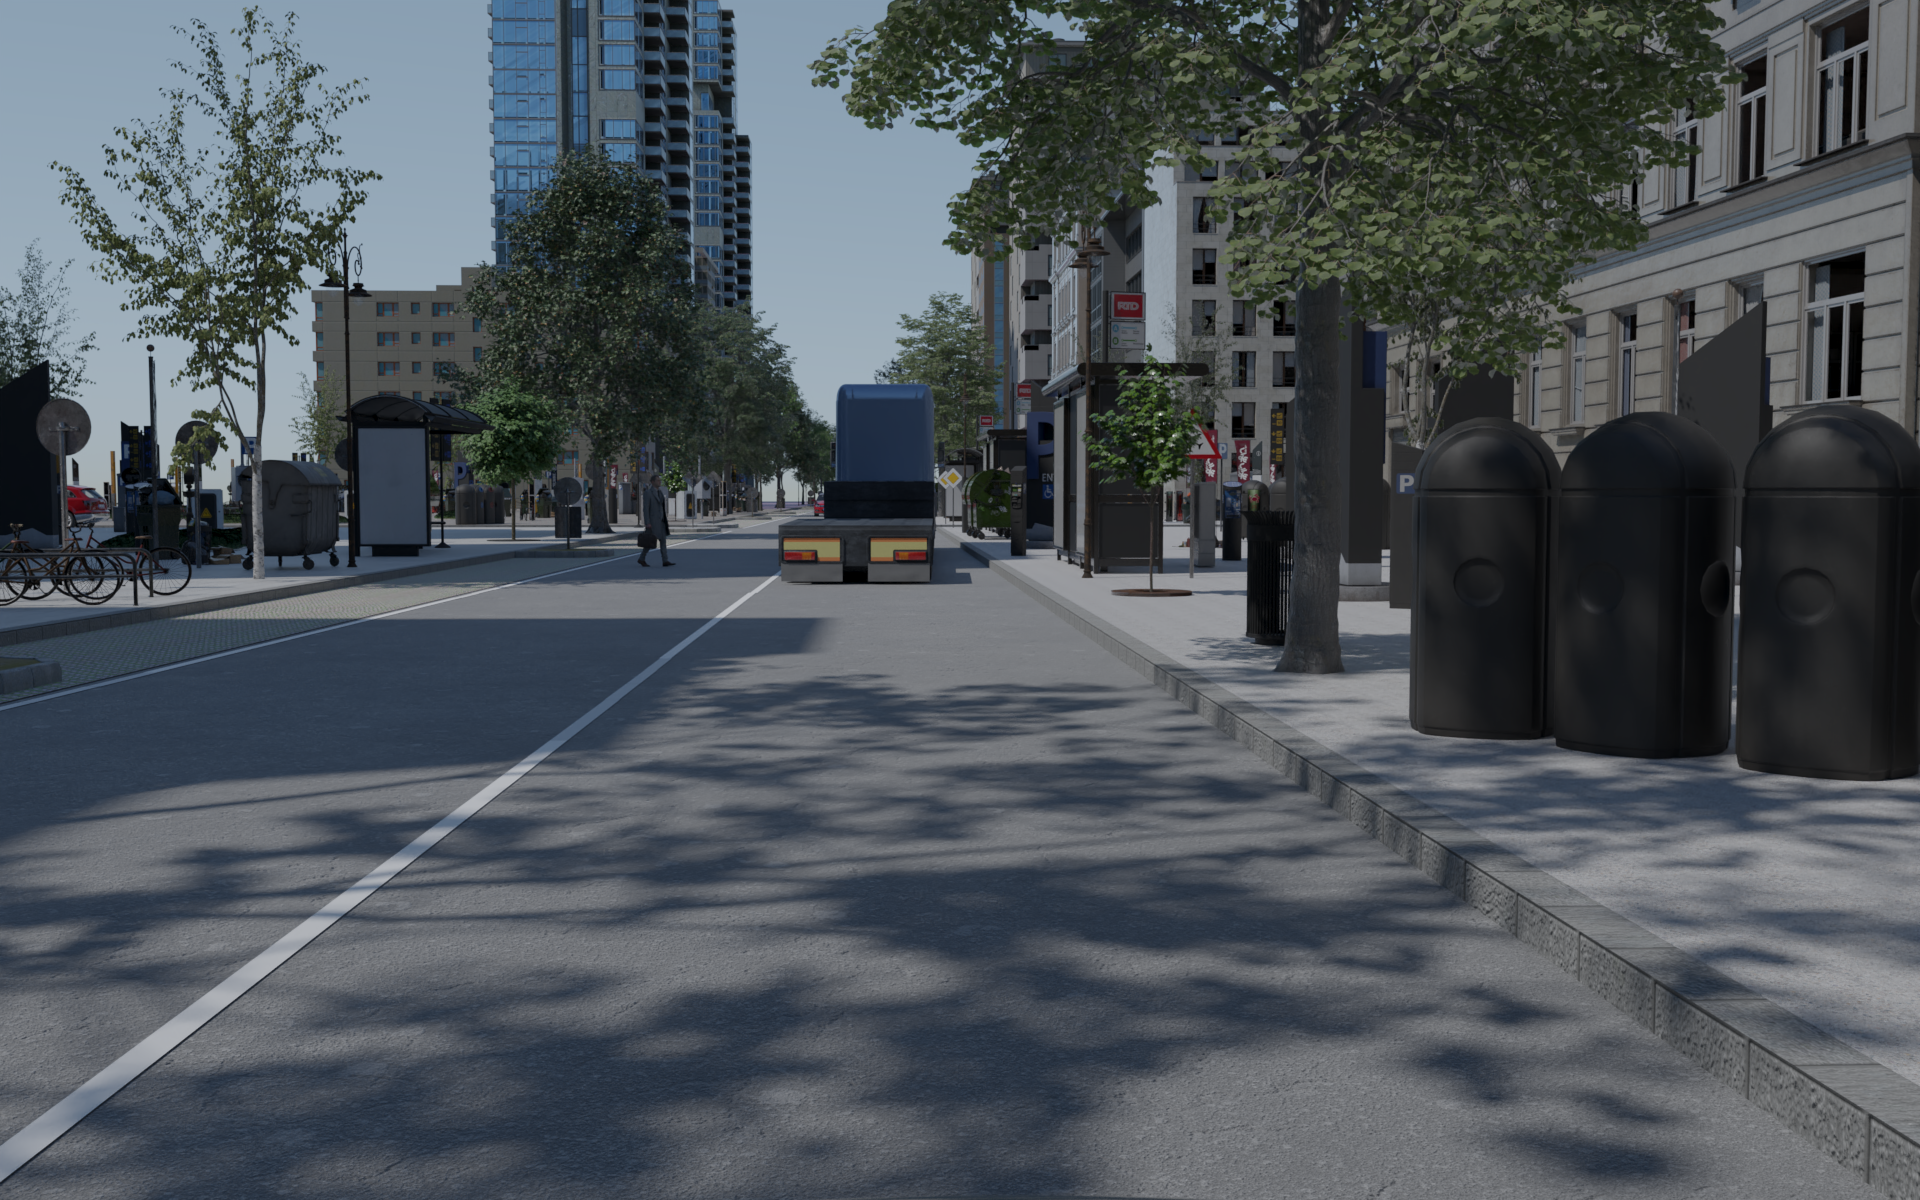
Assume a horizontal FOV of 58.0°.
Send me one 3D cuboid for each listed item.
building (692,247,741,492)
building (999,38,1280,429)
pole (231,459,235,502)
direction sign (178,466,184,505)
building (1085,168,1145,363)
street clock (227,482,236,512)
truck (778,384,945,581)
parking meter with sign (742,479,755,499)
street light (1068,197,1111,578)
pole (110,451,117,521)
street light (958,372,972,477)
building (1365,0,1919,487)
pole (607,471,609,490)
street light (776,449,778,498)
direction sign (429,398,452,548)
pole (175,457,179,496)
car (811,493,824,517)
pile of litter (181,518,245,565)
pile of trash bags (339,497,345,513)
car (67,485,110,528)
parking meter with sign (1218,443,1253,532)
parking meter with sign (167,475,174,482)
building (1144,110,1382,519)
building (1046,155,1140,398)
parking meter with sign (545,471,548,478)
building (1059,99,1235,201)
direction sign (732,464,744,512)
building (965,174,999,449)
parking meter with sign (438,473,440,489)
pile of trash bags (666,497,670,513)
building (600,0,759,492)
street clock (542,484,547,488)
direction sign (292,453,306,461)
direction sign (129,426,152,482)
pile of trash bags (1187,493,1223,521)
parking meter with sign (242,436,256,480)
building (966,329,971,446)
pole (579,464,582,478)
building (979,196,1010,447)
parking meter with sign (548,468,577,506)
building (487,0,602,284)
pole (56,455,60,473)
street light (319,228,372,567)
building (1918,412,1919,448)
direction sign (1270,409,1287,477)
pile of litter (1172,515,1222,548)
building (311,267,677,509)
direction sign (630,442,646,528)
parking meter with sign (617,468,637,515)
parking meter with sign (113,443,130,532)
[{"bbox_3d":[-48.674,-34.349,253.484,32.217,40.220,23.993,0,4,-3],"label":"building"},{"bbox_3d":[20.025,-37.364,200.143,28.713,52.752,27.495,0,4,-3],"label":"building"},{"bbox_3d":[-42.277,-6.537,100.727,0.158,3.312,0.155,0,3,0],"label":"pole"},{"bbox_3d":[-63.137,-9.095,140.705,0.876,3.537,0.379,-1,4,-20],"label":"direction sign"},{"bbox_3d":[16.982,-18.078,114.645,14.314,24.678,30.058,0,4,-3],"label":"building"},{"bbox_3d":[-41.449,-5.763,98.792,0.358,2.002,0.471,0,4,-7],"label":"street clock"},{"bbox_3d":[-1.765,-2.860,36.528,2.967,4.110,18.799,0,4,-1],"label":"truck"},{"bbox_3d":[-18.204,-9.262,147.691,1.738,3.016,0.543,-2,4,-30],"label":"parking meter with sign"},{"bbox_3d":[1.948,-3.273,26.294,0.468,5.910,1.993,0,4,-3],"label":"street light"},{"bbox_3d":[-39.950,-5.377,81.750,0.158,3.312,0.155,0,3,0],"label":"pole"},{"bbox_3d":[0.189,-5.669,65.474,0.468,5.910,1.993,0,4,-3],"label":"street light"},{"bbox_3d":[21.020,-12.666,40.367,16.112,22.955,30.059,0,4,-3],"label":"building"},{"bbox_3d":[-20.363,-6.508,100.245,0.158,3.312,0.155,0,3,0],"label":"pole"},{"bbox_3d":[-15.827,-10.848,150.154,0.468,5.910,1.993,0,4,-3],"label":"street light"},{"bbox_3d":[-12.326,-3.007,41.165,0.379,3.537,0.876,1,4,14],"label":"direction sign"},{"bbox_3d":[-42.845,-6.172,94.749,0.158,3.312,0.155,0,3,0],"label":"pole"},{"bbox_3d":[-8.396,-6.217,110.694,2.155,1.783,4.494,0,4,-3],"label":"car"},{"bbox_3d":[-13.800,-1.106,32.044,1.176,0.858,1.719,0,4,2],"label":"pile of litter"},{"bbox_3d":[-44.493,-6.784,120.670,3.447,1.369,1.912,-1,4,-8],"label":"pile of trash bags"},{"bbox_3d":[-36.347,-3.632,68.056,5.304,1.827,2.281,0,4,-4],"label":"car"},{"bbox_3d":[9.485,-3.803,58.437,0.543,3.016,1.738,-3,5,-44],"label":"parking meter with sign"},{"bbox_3d":[-65.490,-9.013,143.624,0.543,3.016,1.738,-2,4,-27],"label":"parking meter with sign"},{"bbox_3d":[18.702,-14.391,90.042,16.860,20.320,10.420,0,4,-3],"label":"building"},{"bbox_3d":[14.505,-21.631,139.576,13.634,28.700,20.117,0,4,-3],"label":"building"},{"bbox_3d":[-30.837,-8.308,132.101,1.738,3.016,0.543,3,4,37],"label":"parking meter with sign"},{"bbox_3d":[22.776,-29.538,174.833,32.217,40.220,23.993,0,4,-3],"label":"building"},{"bbox_3d":[-15.635,-7.946,121.912,0.876,3.537,0.379,1,4,9],"label":"direction sign"},{"bbox_3d":[15.805,-42.260,280.181,28.713,52.752,27.495,0,4,-3],"label":"building"},{"bbox_3d":[-42.710,-8.891,141.630,0.543,3.016,1.738,-1,4,-10],"label":"parking meter with sign"},{"bbox_3d":[-20.341,-6.520,116.350,1.912,1.369,3.447,-2,4,-26],"label":"pile of trash bags"},{"bbox_3d":[-43.766,-59.211,280.768,22.319,86.520,31.000,0,4,-3],"label":"building"},{"bbox_3d":[-29.260,-7.162,121.663,0.358,2.002,0.471,2,4,25],"label":"street clock"},{"bbox_3d":[-36.133,-6.288,94.800,0.379,3.537,0.876,2,4,34],"label":"direction sign"},{"bbox_3d":[-27.067,-3.997,57.356,0.876,3.537,0.379,0,4,7],"label":"direction sign"},{"bbox_3d":[12.458,-4.517,83.609,3.447,1.369,1.912,3,4,38],"label":"pile of trash bags"},{"bbox_3d":[-21.623,-3.487,53.276,0.543,3.016,1.738,-1,4,-13],"label":"parking meter with sign"},{"bbox_3d":[7.957,-32.407,301.561,14.160,30.474,14.107,0,4,-3],"label":"building"},{"bbox_3d":[-25.647,-7.535,117.041,0.158,3.312,0.155,0,3,0],"label":"pole"},{"bbox_3d":[10.078,-37.261,259.328,14.600,45.320,14.200,0,4,-3],"label":"building"},{"bbox_3d":[-26.952,-7.441,117.928,1.738,3.016,0.543,0,4,-6],"label":"parking meter with sign"},{"bbox_3d":[-39.818,-53.659,190.003,22.319,86.520,31.000,0,4,-3],"label":"building"},{"bbox_3d":[-23.420,-3.137,45.133,0.158,3.312,0.155,0,3,0],"label":"pole"},{"bbox_3d":[-10.671,-3.513,30.222,0.468,5.910,1.993,0,4,-3],"label":"street light"},{"bbox_3d":[37.705,-16.713,91.279,19.932,24.808,12.078,0,4,-3],"label":"building"},{"bbox_3d":[8.654,-3.296,45.886,0.876,3.537,0.379,0,4,4],"label":"direction sign"},{"bbox_3d":[5.872,-1.693,41.650,1.176,0.858,1.719,-2,4,-27],"label":"pile of litter"},{"bbox_3d":[-41.674,-19.379,161.882,27.650,21.520,28.899,0,4,-3],"label":"building"},{"bbox_3d":[-12.257,-4.524,65.959,0.876,3.537,0.379,3,4,39],"label":"direction sign"},{"bbox_3d":[-21.035,-6.880,108.757,0.543,3.016,1.738,3,4,37],"label":"parking meter with sign"},{"bbox_3d":[-28.409,-3.833,58.938,0.543,3.016,1.738,-1,4,-12],"label":"parking meter with sign"}]
